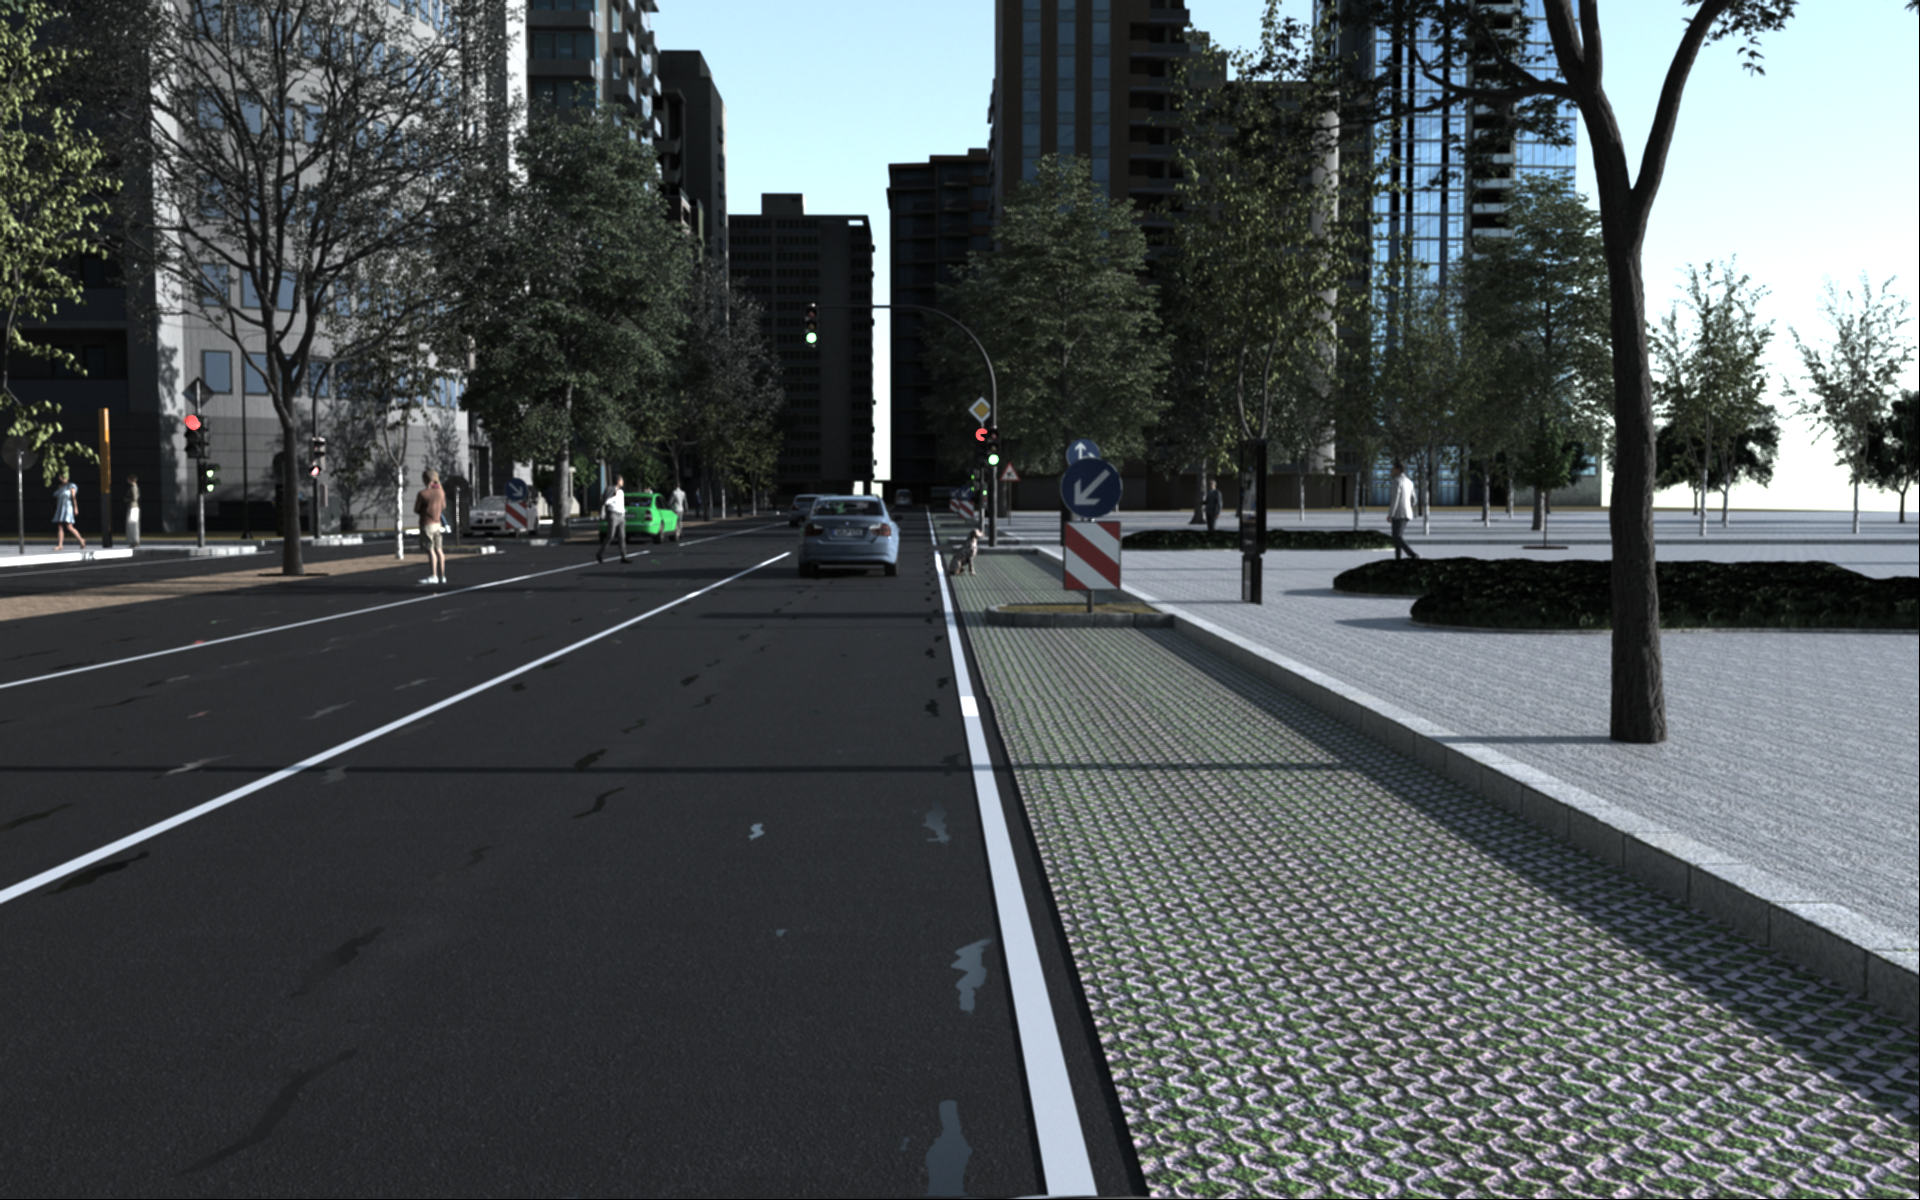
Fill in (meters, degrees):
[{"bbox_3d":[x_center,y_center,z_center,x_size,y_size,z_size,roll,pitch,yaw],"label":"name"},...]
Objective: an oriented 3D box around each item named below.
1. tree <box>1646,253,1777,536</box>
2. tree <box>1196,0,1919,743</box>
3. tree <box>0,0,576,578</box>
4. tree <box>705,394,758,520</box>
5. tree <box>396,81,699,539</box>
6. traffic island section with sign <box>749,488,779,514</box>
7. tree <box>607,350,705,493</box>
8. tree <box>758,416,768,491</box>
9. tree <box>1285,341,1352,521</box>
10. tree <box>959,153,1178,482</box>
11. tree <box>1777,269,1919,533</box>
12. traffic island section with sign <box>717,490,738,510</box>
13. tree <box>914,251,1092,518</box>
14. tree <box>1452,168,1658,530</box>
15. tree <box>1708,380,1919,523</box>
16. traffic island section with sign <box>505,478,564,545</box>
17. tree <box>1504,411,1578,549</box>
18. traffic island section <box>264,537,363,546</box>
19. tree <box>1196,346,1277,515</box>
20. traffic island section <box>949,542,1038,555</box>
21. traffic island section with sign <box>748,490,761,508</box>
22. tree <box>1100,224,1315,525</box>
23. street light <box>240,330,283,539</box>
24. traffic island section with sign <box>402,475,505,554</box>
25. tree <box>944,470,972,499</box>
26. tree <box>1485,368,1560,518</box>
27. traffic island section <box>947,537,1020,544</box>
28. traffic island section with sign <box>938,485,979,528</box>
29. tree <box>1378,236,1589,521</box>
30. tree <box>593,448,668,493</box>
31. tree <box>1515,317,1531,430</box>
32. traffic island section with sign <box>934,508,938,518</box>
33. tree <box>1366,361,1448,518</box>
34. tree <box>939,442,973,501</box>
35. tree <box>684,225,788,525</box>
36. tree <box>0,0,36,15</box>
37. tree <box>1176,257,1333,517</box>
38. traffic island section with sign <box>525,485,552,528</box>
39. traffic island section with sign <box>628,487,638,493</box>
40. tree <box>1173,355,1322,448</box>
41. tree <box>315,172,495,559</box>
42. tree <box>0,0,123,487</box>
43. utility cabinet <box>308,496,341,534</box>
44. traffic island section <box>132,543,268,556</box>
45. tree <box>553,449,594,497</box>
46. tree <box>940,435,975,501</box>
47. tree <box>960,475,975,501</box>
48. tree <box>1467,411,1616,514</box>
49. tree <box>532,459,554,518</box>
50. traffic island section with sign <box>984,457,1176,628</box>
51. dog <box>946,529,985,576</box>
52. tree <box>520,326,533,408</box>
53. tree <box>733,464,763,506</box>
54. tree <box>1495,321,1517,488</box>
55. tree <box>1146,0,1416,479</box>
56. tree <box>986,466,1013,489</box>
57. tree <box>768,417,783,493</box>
[{"bbox_3d":[22.622,-6.280,53.034,4.737,8.622,4.395,0,3,0],"label":"tree"},{"bbox_3d":[3.700,-4.563,9.018,8.767,10.594,7.601,2,4,24],"label":"tree"},{"bbox_3d":[-11.567,-7.141,29.577,12.009,13.543,11.850,0,3,0],"label":"tree"},{"bbox_3d":[-13.687,-8.693,94.953,4.737,8.622,4.395,0,3,0],"label":"tree"},{"bbox_3d":[-12.687,-8.899,54.615,9.857,13.997,8.962,0,3,0],"label":"tree"},{"bbox_3d":[-14.049,-7.115,124.464,2.006,1.907,1.989,0,4,-1],"label":"traffic island section with sign"},{"bbox_3d":[-13.022,-7.189,70.360,4.737,8.622,4.395,0,3,0],"label":"tree"},{"bbox_3d":[-13.742,-9.025,100.376,4.737,8.622,4.395,0,3,0],"label":"tree"},{"bbox_3d":[16.524,-8.117,83.079,4.360,8.622,3.978,0,3,0],"label":"tree"},{"bbox_3d":[3.306,-8.595,58.655,7.486,12.596,7.792,0,3,0],"label":"tree"},{"bbox_3d":[28.953,-6.474,56.206,4.360,8.622,3.978,0,3,0],"label":"tree"},{"bbox_3d":[-20.177,-8.727,151.309,1.989,1.847,2.006,0,4,-1],"label":"traffic island section with sign"},{"bbox_3d":[2.344,-11.289,91.236,9.857,13.997,8.962,0,3,0],"label":"tree"},{"bbox_3d":[20.837,-8.737,60.985,7.486,12.596,7.792,0,3,0],"label":"tree"},{"bbox_3d":[43.970,-7.172,80.169,20.602,7.101,11.467,0,4,-4],"label":"tree"},{"bbox_3d":[-12.490,-2.520,49.342,2.006,1.907,1.989,0,4,-1],"label":"traffic island section with sign"},{"bbox_3d":[13.633,-2.818,40.676,1.663,3.219,1.824,0,3,0],"label":"tree"},{"bbox_3d":[-18.395,-1.669,49.565,2.009,0.180,2.903,0,4,-1],"label":"traffic island section"},{"bbox_3d":[16.870,-10.942,104.651,9.928,11.665,9.643,0,3,0],"label":"tree"},{"bbox_3d":[0.807,-1.204,41.968,2.009,0.180,2.903,0,4,-1],"label":"traffic island section"},{"bbox_3d":[-20.725,-10.375,178.259,1.989,1.847,2.006,0,4,-1],"label":"traffic island section with sign"},{"bbox_3d":[10.283,-9.528,72.793,9.611,12.733,9.660,0,3,0],"label":"tree"},{"bbox_3d":[-19.823,-4.694,49.292,1.470,5.913,1.316,0,4,-1],"label":"street light"},{"bbox_3d":[-12.347,-2.067,41.936,2.006,1.907,1.989,0,4,-1],"label":"traffic island section with sign"},{"bbox_3d":[-0.224,-13.044,196.982,4.285,4.588,4.351,0,3,0],"label":"tree"},{"bbox_3d":[29.422,-8.652,91.816,4.360,8.622,3.978,0,3,0],"label":"tree"},{"bbox_3d":[0.642,-1.692,49.951,2.009,0.180,2.903,0,4,-1],"label":"traffic island section"},{"bbox_3d":[0.145,-4.032,74.545,1.989,1.847,2.006,0,4,-1],"label":"traffic island section with sign"},{"bbox_3d":[25.047,-10.519,82.362,12.009,13.543,11.850,0,3,0],"label":"tree"},{"bbox_3d":[-21.899,-8.278,119.056,4.285,4.588,4.351,0,3,0],"label":"tree"},{"bbox_3d":[20.656,-7.210,68.250,4.737,8.622,4.395,0,3,0],"label":"tree"},{"bbox_3d":[-0.414,-5.706,101.916,1.989,1.847,2.006,0,4,-1],"label":"traffic island section with sign"},{"bbox_3d":[24.032,-8.654,91.850,4.360,8.622,3.978,0,3,0],"label":"tree"},{"bbox_3d":[-0.252,-14.781,192.030,4.360,8.622,3.978,0,3,0],"label":"tree"},{"bbox_3d":[-12.941,-10.143,78.672,12.009,13.543,11.850,0,3,0],"label":"tree"},{"bbox_3d":[-11.551,-6.277,11.748,9.857,13.997,8.962,0,3,0],"label":"tree"},{"bbox_3d":[15.452,-11.512,94.875,9.857,13.997,8.962,0,3,0],"label":"tree"},{"bbox_3d":[-18.578,-4.025,74.442,1.989,1.847,2.006,0,4,-1],"label":"traffic island section with sign"},{"bbox_3d":[-19.138,-5.674,101.392,1.989,1.847,2.006,0,4,-1],"label":"traffic island section with sign"},{"bbox_3d":[19.268,-12.544,115.458,12.009,13.543,11.850,0,3,0],"label":"tree"},{"bbox_3d":[-12.331,-5.209,37.982,4.360,8.622,3.978,0,3,0],"label":"tree"},{"bbox_3d":[-11.579,-4.101,19.872,4.737,8.622,4.395,0,3,0],"label":"tree"},{"bbox_3d":[-20.482,-2.733,55.838,0.306,1.237,1.020,2,4,32],"label":"utility cabinet"},{"bbox_3d":[-18.230,-1.180,41.581,2.009,0.180,2.903,0,4,-1],"label":"traffic island section"},{"bbox_3d":[-27.240,-8.459,122.025,4.285,4.588,4.351,0,3,0],"label":"tree"},{"bbox_3d":[0.150,-13.098,164.508,4.737,8.622,4.395,0,3,0],"label":"tree"},{"bbox_3d":[0.909,-10.131,160.240,1.663,3.219,1.824,0,3,0],"label":"tree"},{"bbox_3d":[41.815,-9.201,113.344,20.602,7.101,11.467,3,5,40],"label":"tree"},{"bbox_3d":[-22.314,-5.998,92.662,1.663,3.219,1.824,0,3,0],"label":"tree"},{"bbox_3d":[1.286,-0.654,19.321,1.989,1.847,2.006,0,4,-1],"label":"traffic island section with sign"},{"bbox_3d":[-0.016,-0.831,30.430,0.800,0.831,0.513,3,4,36],"label":"dog"},{"bbox_3d":[-12.842,-7.768,63.884,8.767,10.594,7.601,0,4,-1],"label":"tree"},{"bbox_3d":[-23.328,-12.733,191.899,4.285,4.588,4.351,0,3,0],"label":"tree"},{"bbox_3d":[14.561,-6.319,53.676,4.737,8.622,4.395,0,3,0],"label":"tree"},{"bbox_3d":[4.570,-4.611,25.749,4.737,8.622,4.395,0,3,0],"label":"tree"},{"bbox_3d":[2.431,-7.284,113.696,1.663,3.219,1.824,0,3,0],"label":"tree"},{"bbox_3d":[-13.709,-9.933,115.230,4.737,8.622,4.395,0,3,0],"label":"tree"}]
